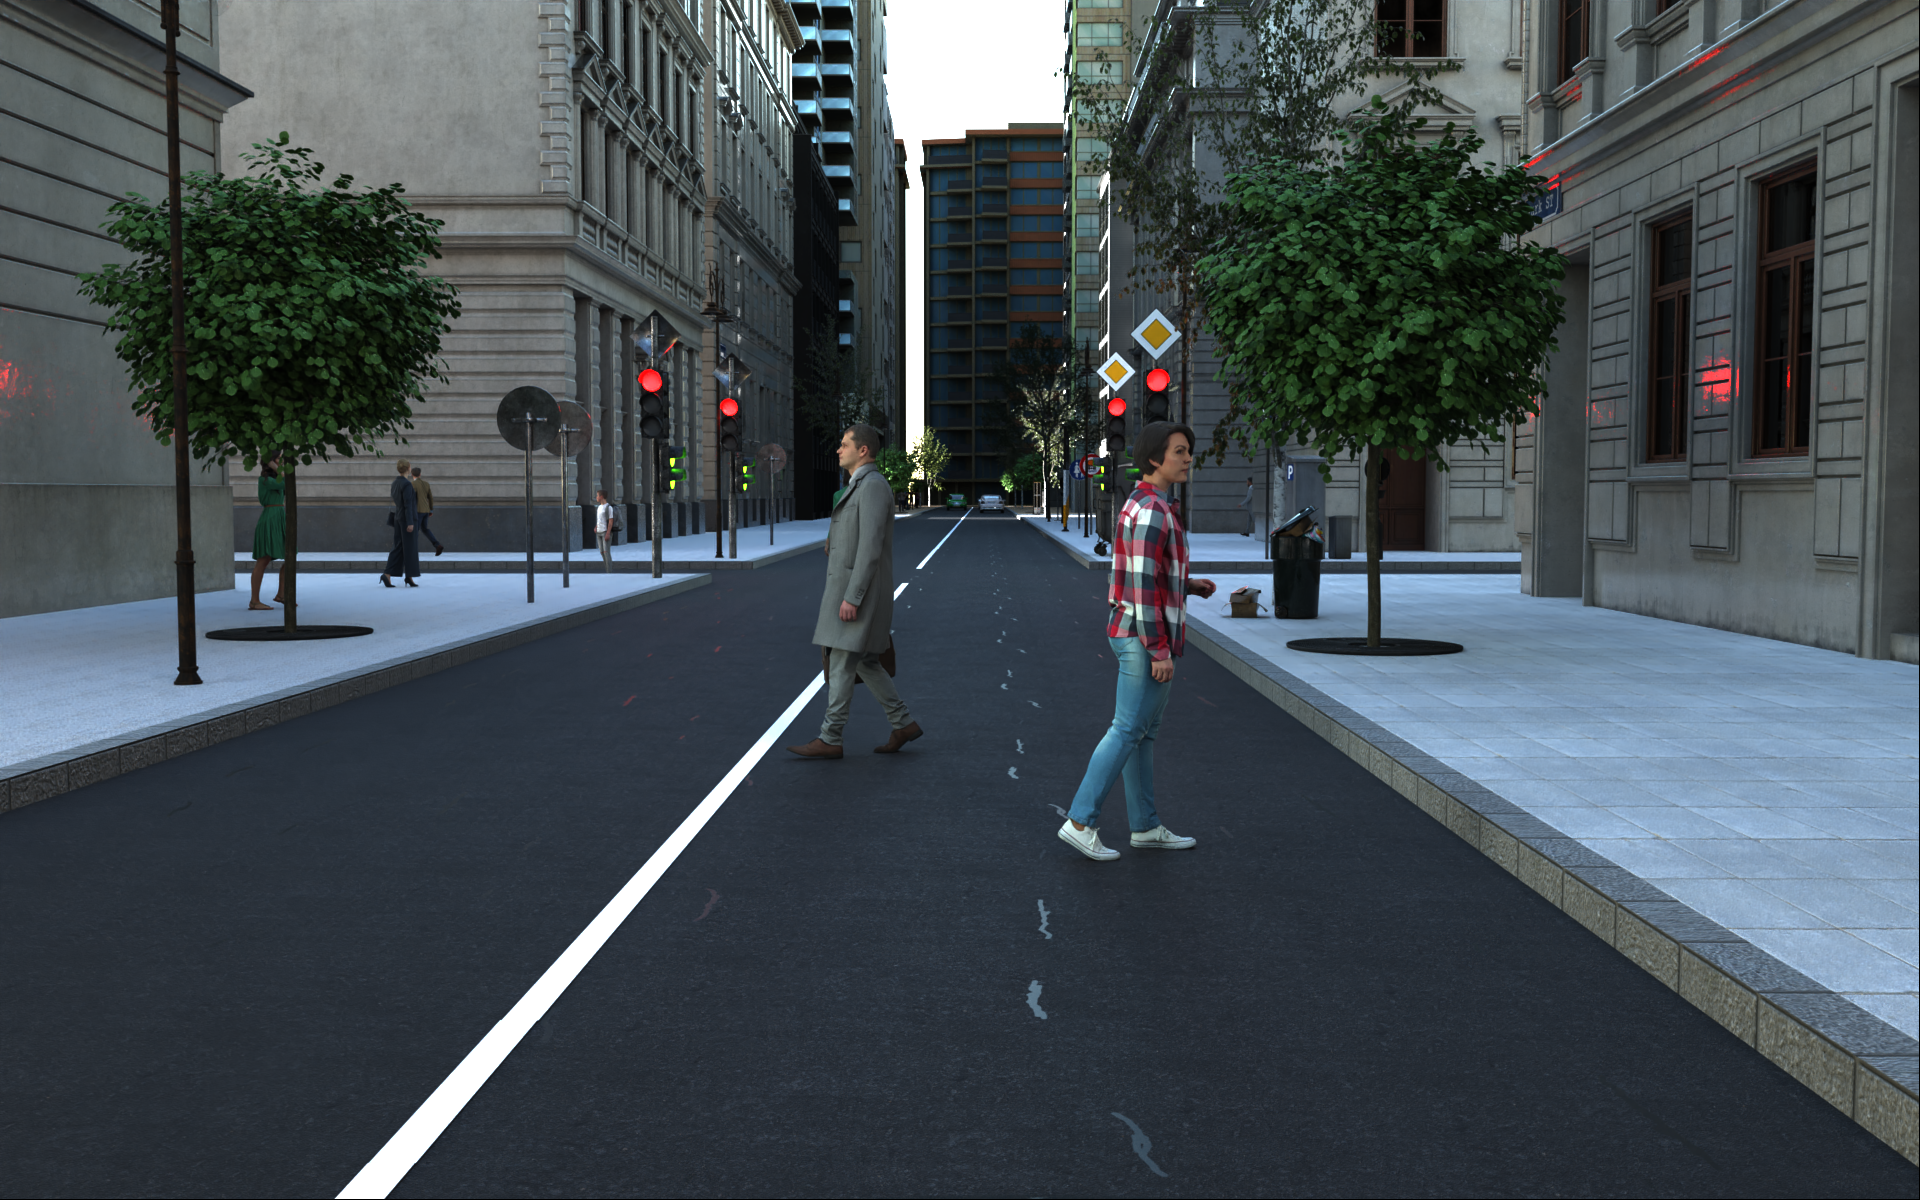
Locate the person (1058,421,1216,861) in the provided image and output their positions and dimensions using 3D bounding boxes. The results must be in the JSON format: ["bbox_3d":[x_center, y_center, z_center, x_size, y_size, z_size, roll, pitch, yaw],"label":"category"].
[{"bbox_3d":[0.711,0.148,6.918,0.643,1.720,0.563,0,4,2],"label":"person"}]

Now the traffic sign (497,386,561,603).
[{"bbox_3d":[-5.073,-1.241,20.393,0.768,2.556,0.104,0,4,2],"label":"traffic sign"}]

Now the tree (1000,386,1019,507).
[{"bbox_3d":[5.104,-9.044,98.229,4.360,8.622,3.978,0,3,0],"label":"tree"}]

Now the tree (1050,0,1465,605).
[{"bbox_3d":[3.452,-4.248,19.817,4.360,8.622,3.978,0,3,0],"label":"tree"}]

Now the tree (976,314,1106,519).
[{"bbox_3d":[4.289,-9.536,90.326,7.601,10.594,8.767,0,4,3],"label":"tree"}]

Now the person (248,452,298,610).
[{"bbox_3d":[-7.656,-0.794,19.269,0.529,1.795,0.600,-1,4,-22],"label":"person"}]

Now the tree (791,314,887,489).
[{"bbox_3d":[-4.729,-7.328,70.171,4.360,8.622,3.978,0,3,0],"label":"tree"}]

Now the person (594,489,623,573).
[{"bbox_3d":[-5.966,-1.109,29.225,0.503,1.515,0.523,1,4,21],"label":"person"}]

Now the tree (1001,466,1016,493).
[{"bbox_3d":[5.314,-8.346,120.175,4.285,4.588,4.351,0,3,0],"label":"tree"}]

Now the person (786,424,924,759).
[{"bbox_3d":[-0.573,-0.052,9.458,0.767,1.812,0.694,0,4,-6],"label":"person"}]

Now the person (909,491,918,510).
[{"bbox_3d":[-4.002,-8.310,142.428,1.217,1.766,0.721,-1,4,-12],"label":"person"}]

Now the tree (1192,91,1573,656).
[{"bbox_3d":[3.486,-1.874,14.359,4.285,4.588,4.351,0,3,0],"label":"tree"}]

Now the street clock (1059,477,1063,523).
[{"bbox_3d":[4.544,-4.346,75.619,0.358,2.002,0.471,-2,4,-28],"label":"street clock"}]

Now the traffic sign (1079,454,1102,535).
[{"bbox_3d":[4.137,-3.329,54.539,0.768,2.556,0.104,0,4,2],"label":"traffic sign"}]

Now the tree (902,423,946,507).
[{"bbox_3d":[-4.017,-13.858,176.939,4.737,8.622,4.395,0,3,0],"label":"tree"}]

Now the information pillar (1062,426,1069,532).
[{"bbox_3d":[3.646,-4.165,59.452,0.183,3.616,0.504,1,4,18],"label":"information pillar"}]

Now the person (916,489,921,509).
[{"bbox_3d":[-3.707,-8.995,153.789,0.721,1.739,1.217,-1,4,-19],"label":"person"}]

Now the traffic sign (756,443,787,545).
[{"bbox_3d":[-4.729,-2.650,43.440,0.768,2.556,0.104,0,4,5],"label":"traffic sign"}]

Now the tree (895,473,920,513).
[{"bbox_3d":[-4.089,-7.477,116.858,1.663,3.219,1.824,0,3,0],"label":"tree"}]

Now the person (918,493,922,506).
[{"bbox_3d":[-4.312,-10.955,186.069,0.530,1.710,0.541,0,4,2],"label":"person"}]

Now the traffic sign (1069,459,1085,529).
[{"bbox_3d":[4.403,-3.902,63.908,0.768,2.556,0.104,0,4,7],"label":"traffic sign"}]

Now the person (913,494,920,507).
[{"bbox_3d":[-4.448,-10.279,174.039,1.348,1.831,0.705,-3,5,-44],"label":"person"}]

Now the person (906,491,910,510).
[{"bbox_3d":[-4.179,-7.984,136.589,0.705,1.822,1.348,1,4,9],"label":"person"}]

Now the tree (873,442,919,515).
[{"bbox_3d":[-4.178,-7.633,108.509,4.285,4.588,4.351,0,3,0],"label":"tree"}]

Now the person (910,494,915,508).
[{"bbox_3d":[-4.513,-9.567,163.252,1.217,1.735,0.721,3,5,40],"label":"person"}]

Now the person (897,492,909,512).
[{"bbox_3d":[-4.167,-7.376,127.176,0.617,1.759,0.750,3,4,37],"label":"person"}]

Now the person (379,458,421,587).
[{"bbox_3d":[-7.669,-1.062,23.828,0.576,1.772,0.534,1,4,23],"label":"person"}]

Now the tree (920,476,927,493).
[{"bbox_3d":[-3.995,-9.852,155.686,1.663,3.219,1.824,0,3,0],"label":"tree"}]

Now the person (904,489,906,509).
[{"bbox_3d":[-4.666,-8.714,148.509,0.705,1.826,1.348,0,4,0],"label":"person"}]

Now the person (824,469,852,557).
[{"bbox_3d":[-1.153,-0.616,18.820,0.600,1.795,0.529,-1,4,-18],"label":"person"}]

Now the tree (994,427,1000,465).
[{"bbox_3d":[5.186,-12.168,149.312,4.360,8.622,3.978,0,3,0],"label":"tree"}]

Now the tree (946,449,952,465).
[{"bbox_3d":[-3.113,-14.190,182.376,4.737,8.622,4.395,0,3,0],"label":"tree"}]

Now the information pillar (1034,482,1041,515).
[{"bbox_3d":[4.769,-6.259,106.823,0.304,2.012,0.304,-3,4,-37],"label":"information pillar"}]

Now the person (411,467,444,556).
[{"bbox_3d":[-11.107,-1.824,35.769,0.836,1.842,0.656,-1,4,-10],"label":"person"}]

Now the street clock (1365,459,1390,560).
[{"bbox_3d":[8.133,-1.787,33.794,0.471,2.002,0.358,-2,4,-31],"label":"street clock"}]

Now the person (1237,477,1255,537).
[{"bbox_3d":[8.794,-2.797,52.048,0.850,1.792,0.678,2,4,30],"label":"person"}]

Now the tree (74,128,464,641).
[{"bbox_3d":[-6.156,-1.951,15.613,4.285,4.588,4.351,0,3,0],"label":"tree"}]
